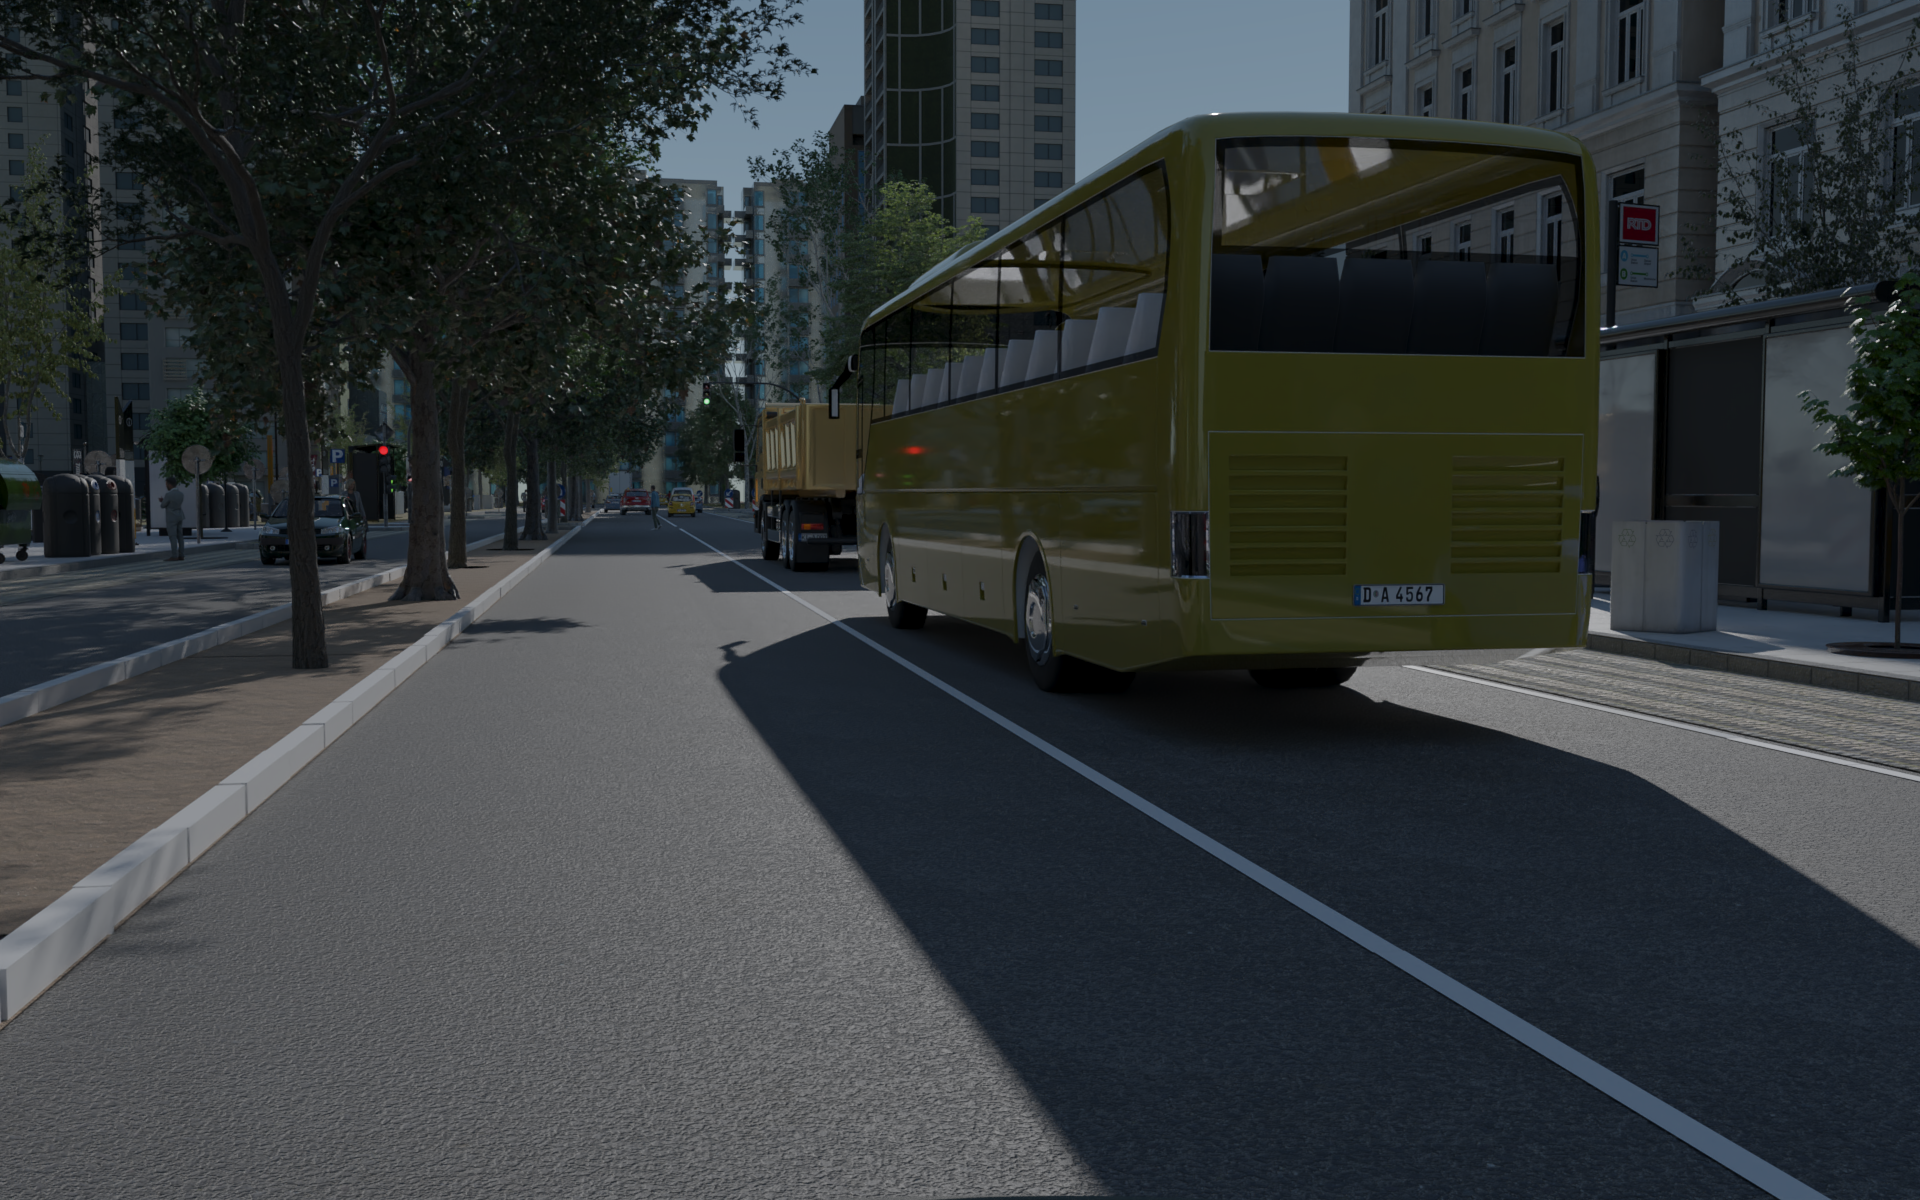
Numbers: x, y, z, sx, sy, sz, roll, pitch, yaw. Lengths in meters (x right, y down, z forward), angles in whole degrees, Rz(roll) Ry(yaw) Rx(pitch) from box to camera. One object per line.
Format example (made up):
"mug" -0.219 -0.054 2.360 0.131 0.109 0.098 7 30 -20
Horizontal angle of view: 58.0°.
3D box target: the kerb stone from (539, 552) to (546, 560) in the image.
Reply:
"kerb stone" -8.822 -0.867 36.364 0.120 0.150 1.000 -1 4 -11

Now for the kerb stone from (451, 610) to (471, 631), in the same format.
"kerb stone" -5.289 0.241 18.255 0.120 0.150 1.000 -1 4 -11

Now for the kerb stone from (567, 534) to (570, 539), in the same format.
"kerb stone" -11.972 -1.848 52.476 0.120 0.150 1.000 -1 4 -11

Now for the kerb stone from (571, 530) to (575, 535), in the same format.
"kerb stone" -12.955 -2.160 57.504 0.120 0.150 1.000 -1 4 -11

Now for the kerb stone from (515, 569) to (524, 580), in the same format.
"kerb stone" -7.255 -0.374 28.318 0.120 0.150 1.000 -1 4 -11

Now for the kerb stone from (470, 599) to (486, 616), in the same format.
"kerb stone" -5.682 0.120 20.266 0.120 0.150 1.000 -1 4 -11

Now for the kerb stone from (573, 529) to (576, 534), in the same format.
"kerb stone" -13.146 -2.216 58.512 0.120 0.150 1.000 -1 4 -11

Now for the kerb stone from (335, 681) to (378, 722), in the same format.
"kerb stone" -3.915 0.672 11.205 0.120 0.150 1.000 -1 4 -11

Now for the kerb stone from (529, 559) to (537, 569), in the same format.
"kerb stone" -8.036 -0.619 32.331 0.120 0.150 1.000 -1 4 -11

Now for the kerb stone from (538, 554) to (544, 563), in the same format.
"kerb stone" -8.637 -0.805 35.359 0.120 0.150 1.000 -1 4 -11

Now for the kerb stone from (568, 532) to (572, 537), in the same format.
"kerb stone" -12.361 -1.971 54.488 0.120 0.150 1.000 -1 4 -11

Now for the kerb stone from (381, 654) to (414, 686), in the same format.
"kerb stone" -4.307 0.550 13.215 0.120 0.150 1.000 -1 4 -11

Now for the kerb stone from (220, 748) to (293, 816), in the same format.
"kerb stone" -3.322 0.857 8.180 0.120 0.150 1.000 -1 4 -11

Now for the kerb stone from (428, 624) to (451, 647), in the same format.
"kerb stone" -4.906 0.364 16.243 0.120 0.150 1.000 -1 4 -11

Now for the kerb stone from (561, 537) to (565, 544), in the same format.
"kerb stone" -11.188 -1.603 48.434 0.120 0.150 1.000 -1 4 -11

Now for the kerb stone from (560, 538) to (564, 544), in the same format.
"kerb stone" -10.986 -1.543 47.426 0.120 0.150 1.000 -1 4 -11

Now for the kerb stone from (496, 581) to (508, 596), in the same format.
"kerb stone" -6.464 -0.128 24.290 0.120 0.150 1.000 -1 4 -11

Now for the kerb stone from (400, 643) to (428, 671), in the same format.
"kerb stone" -4.506 0.492 14.223 0.120 0.150 1.000 -1 4 -11

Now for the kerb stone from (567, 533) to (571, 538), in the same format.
"kerb stone" -12.170 -1.913 53.481 0.120 0.150 1.000 -1 4 -11

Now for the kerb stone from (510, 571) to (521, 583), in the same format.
"kerb stone" -7.055 -0.312 27.299 0.120 0.150 1.000 -1 4 -11

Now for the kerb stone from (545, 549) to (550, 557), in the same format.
"kerb stone" -9.222 -0.989 38.371 0.120 0.150 1.000 -1 4 -11

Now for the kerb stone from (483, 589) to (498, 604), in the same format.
"kerb stone" -6.078 -0.005 22.271 0.120 0.150 1.000 -1 4 -11

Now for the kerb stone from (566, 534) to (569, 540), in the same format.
"kerb stone" -11.778 -1.790 51.470 0.120 0.150 1.000 -1 4 -11

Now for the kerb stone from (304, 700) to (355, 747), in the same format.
"kerb stone" -3.717 0.735 10.196 0.120 0.150 1.000 -1 4 -11

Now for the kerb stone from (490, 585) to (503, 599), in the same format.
"kerb stone" -6.279 -0.066 23.280 0.120 0.150 1.000 -1 4 -11

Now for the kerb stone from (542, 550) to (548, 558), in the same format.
"kerb stone" -9.025 -0.928 37.368 0.120 0.150 1.000 -1 4 -11

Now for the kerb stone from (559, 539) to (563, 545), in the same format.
"kerb stone" -10.792 -1.482 46.418 0.120 0.150 1.000 -1 4 -11

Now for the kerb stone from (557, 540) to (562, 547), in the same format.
"kerb stone" -10.589 -1.420 45.415 0.120 0.150 1.000 -1 4 -11

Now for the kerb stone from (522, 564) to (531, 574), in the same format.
"kerb stone" -7.651 -0.497 30.323 0.120 0.150 1.000 -1 4 -11

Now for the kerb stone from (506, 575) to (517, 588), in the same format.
"kerb stone" -6.858 -0.250 26.296 0.120 0.150 1.000 -1 4 -11

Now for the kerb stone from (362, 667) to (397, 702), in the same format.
"kerb stone" -4.113 0.614 12.208 0.120 0.150 1.000 -1 4 -11

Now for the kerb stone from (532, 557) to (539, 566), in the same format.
"kerb stone" -8.238 -0.677 33.344 0.120 0.150 1.000 -1 4 -11

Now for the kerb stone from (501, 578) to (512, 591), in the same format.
"kerb stone" -6.667 -0.189 25.292 0.120 0.150 1.000 -1 4 -11

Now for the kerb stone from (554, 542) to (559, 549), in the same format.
"kerb stone" -10.201 -1.297 43.394 0.120 0.150 1.000 -1 4 -11

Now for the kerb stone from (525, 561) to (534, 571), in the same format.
"kerb stone" -7.839 -0.559 31.328 0.120 0.150 1.000 -1 4 -11

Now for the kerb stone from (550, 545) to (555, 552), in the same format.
"kerb stone" -9.809 -1.174 41.388 0.120 0.150 1.000 -1 4 -11

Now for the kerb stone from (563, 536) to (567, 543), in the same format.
"kerb stone" -11.376 -1.667 49.447 0.120 0.150 1.000 -1 4 -11

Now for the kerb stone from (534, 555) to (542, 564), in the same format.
"kerb stone" -8.431 -0.743 34.351 0.120 0.150 1.000 -1 4 -11

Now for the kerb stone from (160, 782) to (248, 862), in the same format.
"kerb stone" -3.128 0.923 7.166 0.120 0.150 1.000 -1 4 -11

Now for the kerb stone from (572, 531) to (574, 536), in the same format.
"kerb stone" -12.755 -2.098 56.502 0.120 0.150 1.000 -1 4 -11

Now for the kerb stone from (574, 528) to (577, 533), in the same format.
"kerb stone" -13.545 -2.340 60.531 0.120 0.150 1.000 -1 4 -11

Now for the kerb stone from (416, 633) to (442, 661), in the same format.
"kerb stone" -4.700 0.429 15.242 0.120 0.150 1.000 -1 4 -11

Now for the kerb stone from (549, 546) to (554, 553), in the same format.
"kerb stone" -9.611 -1.112 40.381 0.120 0.150 1.000 -1 4 -11

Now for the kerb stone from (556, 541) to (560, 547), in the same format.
"kerb stone" -10.392 -1.355 44.401 0.120 0.150 1.000 -1 4 -11

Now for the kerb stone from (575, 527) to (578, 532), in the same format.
"kerb stone" -13.737 -2.406 61.537 0.120 0.150 1.000 -1 4 -11

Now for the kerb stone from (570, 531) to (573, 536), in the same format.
"kerb stone" -12.555 -2.036 55.492 0.120 0.150 1.000 -1 4 -11

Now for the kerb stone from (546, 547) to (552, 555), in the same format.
"kerb stone" -9.414 -1.051 39.375 0.120 0.150 1.000 -1 4 -11

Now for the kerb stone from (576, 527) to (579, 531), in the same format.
"kerb stone" -13.931 -2.466 62.540 0.120 0.150 1.000 -1 4 -11

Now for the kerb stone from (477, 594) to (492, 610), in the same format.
"kerb stone" -5.875 0.057 21.270 0.120 0.150 1.000 -1 4 -11

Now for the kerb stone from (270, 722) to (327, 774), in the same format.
"kerb stone" -3.524 0.805 9.191 0.120 0.150 1.000 -1 4 -11

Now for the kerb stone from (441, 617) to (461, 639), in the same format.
"kerb stone" -5.099 0.303 17.246 0.120 0.150 1.000 -1 4 -11

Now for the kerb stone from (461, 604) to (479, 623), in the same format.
"kerb stone" -5.485 0.180 19.258 0.120 0.150 1.000 -1 4 -11

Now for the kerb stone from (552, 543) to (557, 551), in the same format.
"kerb stone" -10.000 -1.235 42.392 0.120 0.150 1.000 -1 4 -11

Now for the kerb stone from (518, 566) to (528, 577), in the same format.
"kerb stone" -7.453 -0.436 29.321 0.120 0.150 1.000 -1 4 -11

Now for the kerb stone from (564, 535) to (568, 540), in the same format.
"kerb stone" -11.570 -1.728 50.454 0.120 0.150 1.000 -1 4 -11
